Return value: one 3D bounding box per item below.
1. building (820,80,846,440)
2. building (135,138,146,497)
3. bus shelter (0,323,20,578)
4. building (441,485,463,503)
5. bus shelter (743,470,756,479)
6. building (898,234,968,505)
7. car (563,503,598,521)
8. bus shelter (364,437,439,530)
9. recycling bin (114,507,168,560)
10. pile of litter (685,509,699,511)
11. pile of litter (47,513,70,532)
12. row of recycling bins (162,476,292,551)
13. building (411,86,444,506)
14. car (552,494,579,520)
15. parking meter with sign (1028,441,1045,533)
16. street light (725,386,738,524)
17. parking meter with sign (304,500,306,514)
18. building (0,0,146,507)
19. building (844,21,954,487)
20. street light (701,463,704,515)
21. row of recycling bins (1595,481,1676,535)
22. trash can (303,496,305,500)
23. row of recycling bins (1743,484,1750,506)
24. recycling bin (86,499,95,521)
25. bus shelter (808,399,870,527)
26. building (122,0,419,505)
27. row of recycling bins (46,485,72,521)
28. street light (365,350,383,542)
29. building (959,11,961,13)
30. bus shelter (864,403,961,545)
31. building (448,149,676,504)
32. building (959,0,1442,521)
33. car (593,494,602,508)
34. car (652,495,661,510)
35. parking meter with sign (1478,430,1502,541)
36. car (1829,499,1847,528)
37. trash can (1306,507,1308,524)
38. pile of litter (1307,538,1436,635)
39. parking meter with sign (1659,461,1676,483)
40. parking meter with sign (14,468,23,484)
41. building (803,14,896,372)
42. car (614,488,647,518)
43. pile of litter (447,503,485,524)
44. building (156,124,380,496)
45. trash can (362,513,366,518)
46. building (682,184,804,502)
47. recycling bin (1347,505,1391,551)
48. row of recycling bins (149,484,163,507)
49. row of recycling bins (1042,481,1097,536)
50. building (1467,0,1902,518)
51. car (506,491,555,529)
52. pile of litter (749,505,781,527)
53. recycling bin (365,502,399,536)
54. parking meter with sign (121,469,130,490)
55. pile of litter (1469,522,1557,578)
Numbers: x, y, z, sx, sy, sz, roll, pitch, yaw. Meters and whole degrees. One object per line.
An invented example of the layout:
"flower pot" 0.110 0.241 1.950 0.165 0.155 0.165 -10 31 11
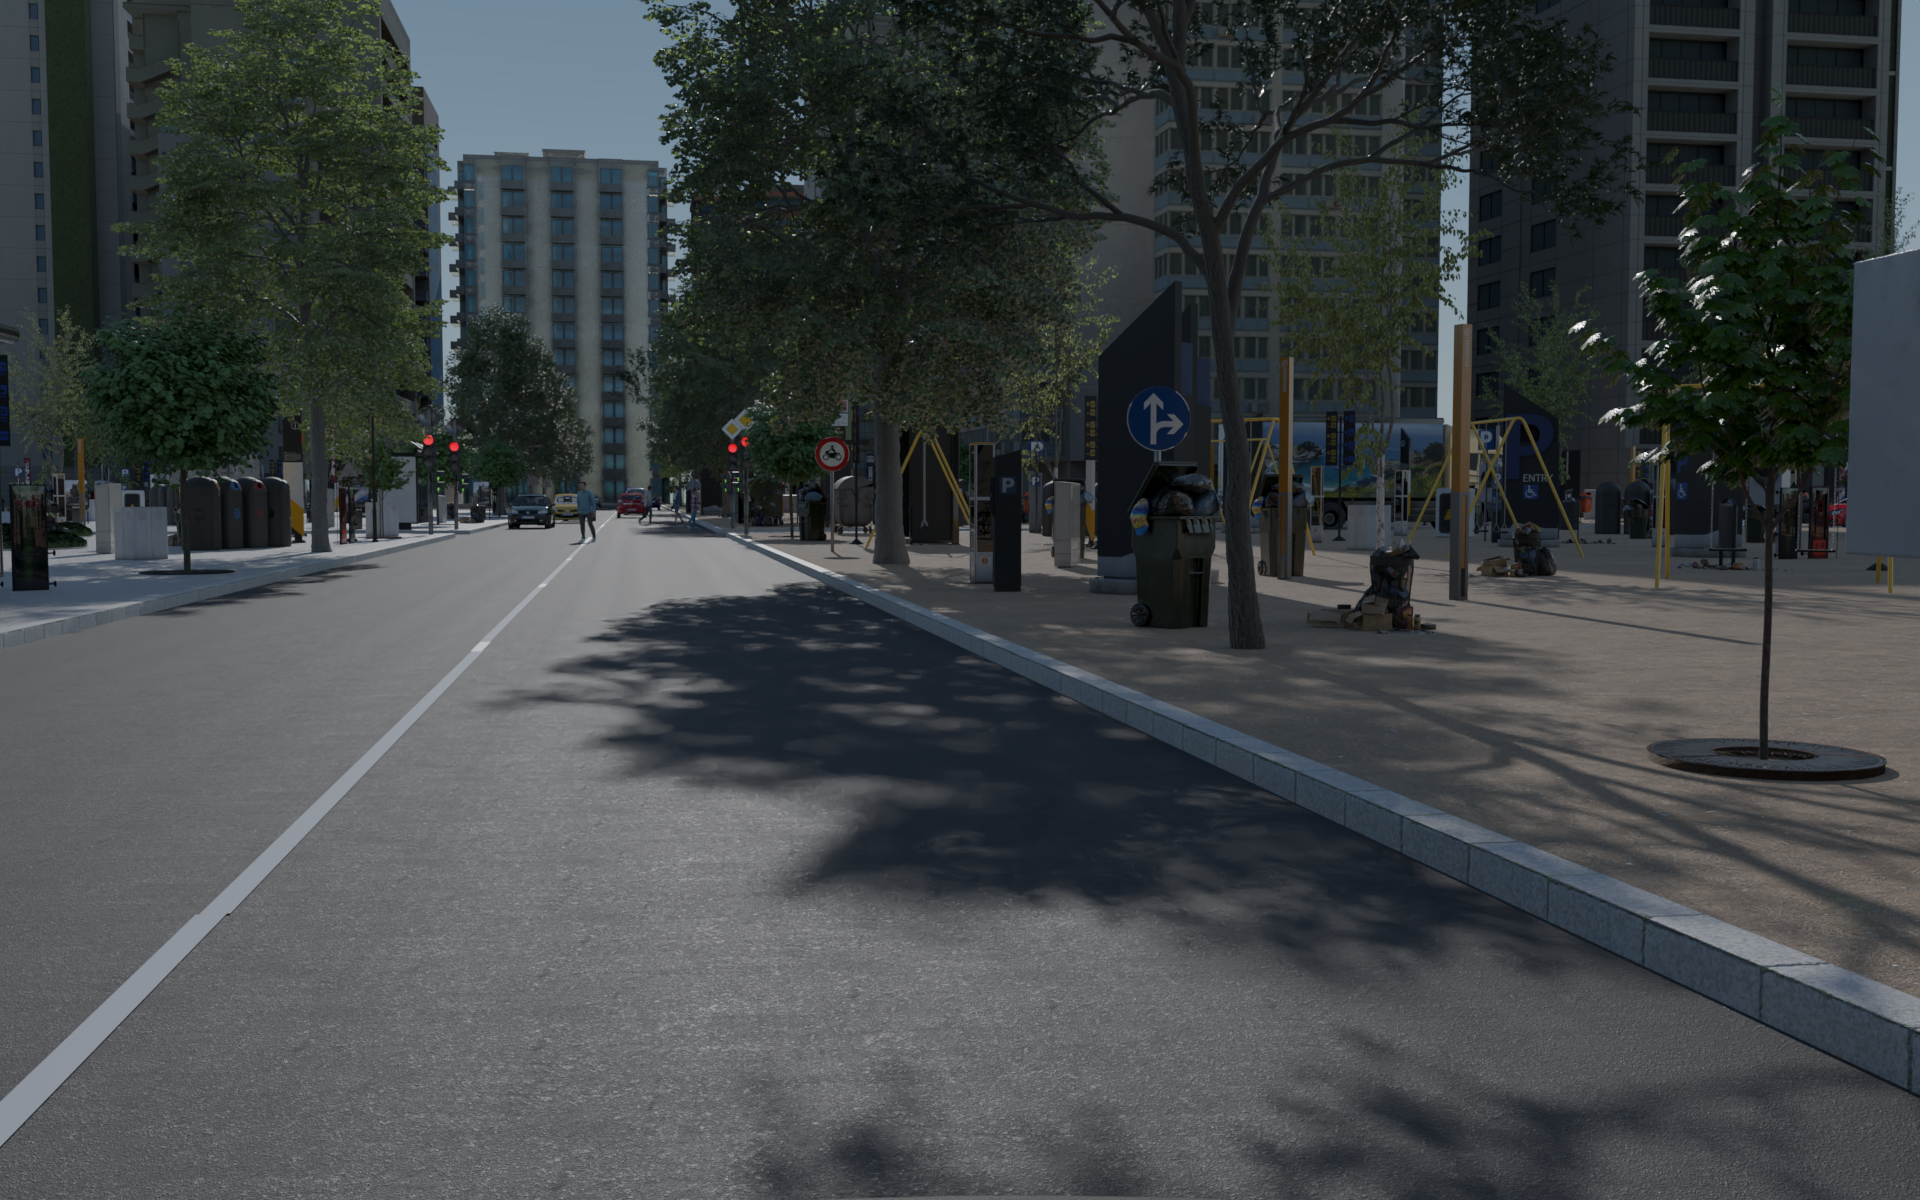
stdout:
"building" -5.915 -31.737 169.010 14.600 45.320 14.200 -1 4 -11
"building" -77.647 -30.575 183.488 14.086 41.232 14.154 -1 4 -11
"bus shelter" -11.967 -2.414 17.102 2.179 5.291 8.768 -1 4 -11
"building" -84.676 -39.747 239.107 27.495 52.752 28.713 -1 4 -11
"bus shelter" -13.774 -8.547 117.376 2.179 5.291 8.768 -1 4 -11
"building" 9.677 -17.419 129.847 27.650 21.520 28.899 -1 4 -11
"car" -20.372 -4.904 92.758 1.945 1.354 3.894 -1 4 -12
"bus shelter" -20.729 -4.321 64.568 2.014 3.302 5.546 -1 4 -11
"recycling bin" -16.099 -1.314 34.043 0.722 1.027 0.722 2 4 33
"pile of litter" -20.438 -7.265 132.753 1.176 0.858 1.719 -1 4 -20
"pile of litter" -23.316 -1.840 44.041 1.719 0.858 1.176 -2 4 -25
"row of recycling bins" -17.061 -2.060 40.791 1.069 1.692 3.534 1 4 13
"building" -63.761 -32.779 186.040 14.200 45.320 14.600 -1 4 -11
"car" -19.488 -4.635 86.006 2.015 1.641 3.980 -1 4 -12
"parking meter with sign" 2.520 -3.743 57.465 0.543 3.016 1.738 0 4 1
"street light" -9.634 -6.134 73.074 0.468 5.910 1.993 -1 4 -11
"parking meter with sign" -43.081 -7.115 112.597 0.543 3.016 1.738 0 4 2
"building" -97.889 -38.754 175.629 28.212 58.520 21.231 -1 4 -11
"building" -3.500 -28.816 154.731 14.154 41.232 14.086 -1 4 -11
"street light" -15.763 -8.132 105.741 0.468 5.910 1.993 -1 4 -11
"row of recycling bins" 21.978 -2.922 54.885 3.534 1.692 1.069 2 4 28
"trash can" -44.074 -6.363 115.683 0.748 1.137 0.748 0 3 0
"row of recycling bins" 33.240 -4.035 73.082 1.069 1.692 3.534 2 4 28
"recycling bin" -41.036 -4.228 81.686 0.722 1.027 0.722 0 4 8
"bus shelter" -5.306 -5.697 70.777 2.179 5.291 8.768 -1 4 -11
"building" -61.548 -32.555 155.982 21.300 48.544 21.600 -1 4 -11
"row of recycling bins" -42.865 -4.542 81.380 1.069 1.692 3.534 1 4 11
"street light" -15.617 -4.482 46.063 0.468 5.910 1.993 -1 4 -11
"building" 4.055 -57.457 252.094 31.000 86.520 22.319 -1 4 -11
"bus shelter" -1.331 -3.390 46.717 1.731 3.624 6.357 -1 4 -11
"building" -55.344 -38.147 243.313 30.456 49.044 23.786 -1 4 -11
"building" 13.225 -24.764 96.775 23.993 40.220 32.217 -1 4 -11
"car" -39.035 -10.517 183.755 2.131 1.459 4.920 -1 4 -10
"car" -27.377 -8.599 153.166 1.945 1.354 3.894 -1 4 -11
"parking meter with sign" 14.994 -3.134 47.509 1.738 3.016 0.543 -2 4 -33
"car" 35.839 -3.628 68.364 4.494 1.783 2.155 -1 4 -9
"trash can" 11.529 -2.891 58.926 0.748 1.137 0.748 0 3 0
"pile of litter" 3.941 -0.164 16.644 1.176 0.858 1.719 0 4 3
"parking meter with sign" 34.882 -5.407 84.665 0.543 3.016 1.738 -1 4 -10
"parking meter with sign" -63.266 -7.371 116.771 0.543 3.016 1.738 -1 4 -18
"building" -2.472 -36.781 190.600 28.713 52.752 27.495 -1 4 -11
"car" -19.962 -5.887 105.284 2.155 1.783 4.494 -1 4 -11
"pile of litter" -21.558 -3.800 76.097 1.176 0.858 1.719 2 4 23
"building" -55.023 -22.483 139.294 14.160 30.474 14.107 -1 4 -11
"trash can" -32.219 -5.034 93.966 0.748 1.137 0.748 0 3 0
"building" -25.545 -36.253 247.363 28.867 44.769 22.147 -1 4 -11
"recycling bin" 9.368 -1.658 39.663 0.722 1.027 0.722 -1 4 -23
"row of recycling bins" -32.632 -3.973 72.064 3.534 1.692 1.069 3 5 39
"row of recycling bins" 4.100 -2.833 53.437 3.534 1.692 1.069 -2 4 -34
"building" 43.534 -40.389 98.605 20.611 71.187 20.563 -1 4 -11
"car" -17.968 -3.847 72.683 2.009 1.686 4.222 -1 4 -9
"pile of litter" -7.871 -3.341 68.596 1.719 0.858 1.176 2 4 35
"recycling bin" -17.577 -2.454 52.670 0.722 1.027 0.722 3 4 38
"parking meter with sign" -57.643 -7.537 119.494 0.543 3.016 1.738 -1 4 -21
"pile of litter" 8.654 -0.809 27.187 1.719 0.858 1.176 -2 4 -24
